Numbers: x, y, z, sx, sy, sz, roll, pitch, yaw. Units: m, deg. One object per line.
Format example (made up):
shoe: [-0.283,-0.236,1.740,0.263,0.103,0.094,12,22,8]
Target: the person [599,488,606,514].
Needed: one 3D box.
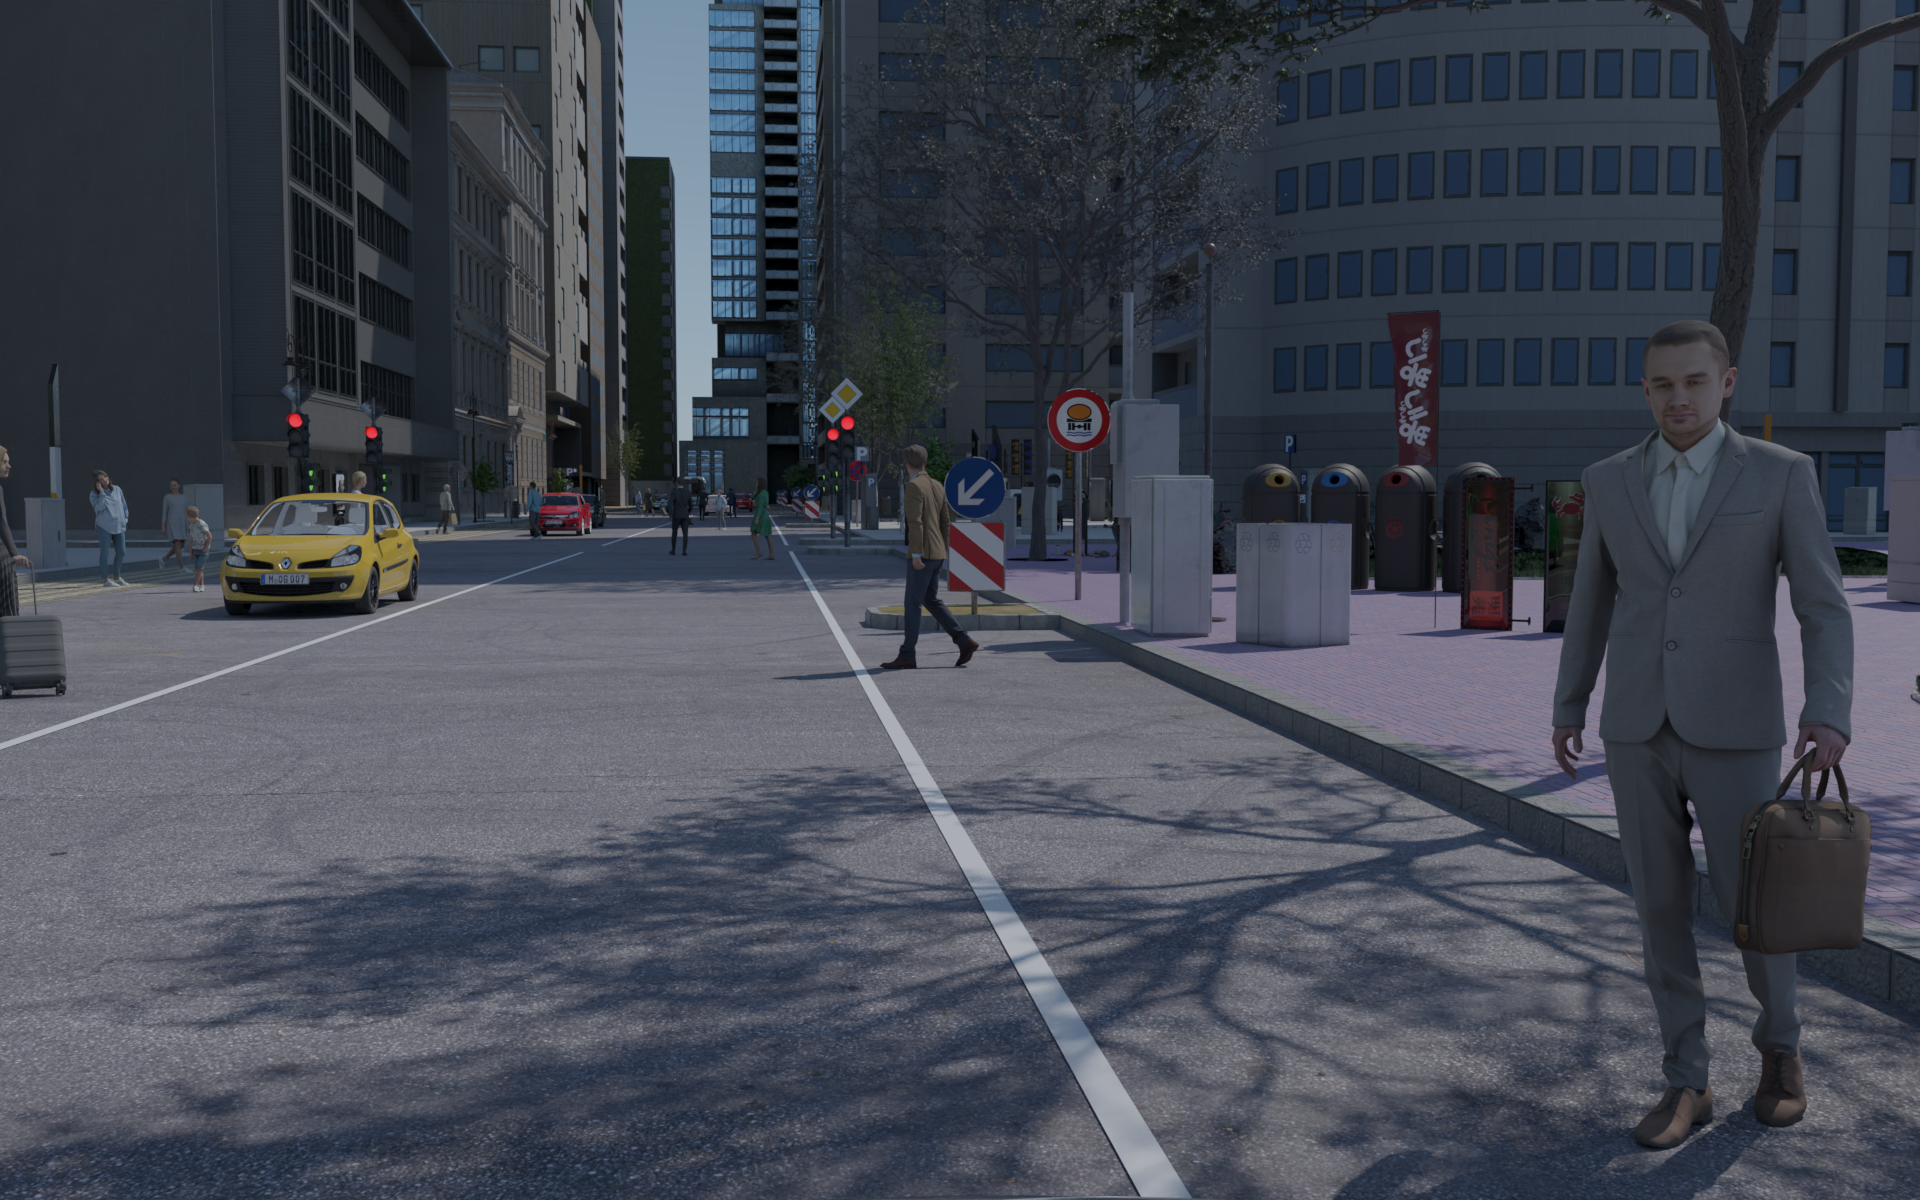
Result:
person: [-23.803,-6.541,115.250,0.447,1.846,0.655,-1,4,-12]

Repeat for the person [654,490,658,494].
person: [-29.268,-9.677,166.659,1.348,1.831,0.705,1,4,21]

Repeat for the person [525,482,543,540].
person: [-13.271,-2.790,54.135,0.620,1.820,0.660,1,4,18]

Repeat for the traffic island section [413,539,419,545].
traffic island section: [-16.339,-1.598,48.409,2.009,0.180,2.903,0,4,-7]

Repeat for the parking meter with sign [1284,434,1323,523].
parking meter with sign: [10.430,-3.346,50.973,1.738,3.016,0.543,-1,4,-20]

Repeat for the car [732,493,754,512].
car: [-17.442,-7.891,138.056,2.155,1.783,4.494,0,4,-8]

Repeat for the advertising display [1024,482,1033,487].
advertising display: [3.597,-5.231,90.745,0.123,1.923,0.974,-1,4,-21]

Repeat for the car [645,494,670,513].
car: [-23.221,-7.440,133.447,2.131,1.459,4.920,0,4,-6]

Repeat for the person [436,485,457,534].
person: [-18.241,-3.213,61.514,0.782,1.767,0.515,3,4,38]

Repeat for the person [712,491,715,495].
person: [-27.369,-11.263,192.607,0.705,1.831,1.348,-1,4,-10]

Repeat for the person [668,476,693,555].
person: [-6.582,-1.973,40.536,0.659,1.850,0.755,-2,4,-25]

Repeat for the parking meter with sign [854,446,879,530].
parking meter with sign: [-3.323,-4.057,62.591,0.543,3.016,1.738,-1,4,-19]

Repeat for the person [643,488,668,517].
person: [-19.412,-6.196,110.020,1.509,1.804,0.699,1,4,14]

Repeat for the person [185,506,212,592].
person: [-11.150,-0.745,25.368,0.352,1.250,0.332,-2,4,-27]

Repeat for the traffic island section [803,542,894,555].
traffic island section: [-2.704,-1.203,41.957,2.009,0.180,2.903,0,4,-7]

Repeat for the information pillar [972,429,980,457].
information pillar: [0.553,-4.317,61.930,0.183,3.616,0.504,-2,4,-28]

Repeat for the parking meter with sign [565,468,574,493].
parking meter with sign: [-25.859,-7.232,114.497,0.543,3.016,1.738,0,4,-8]

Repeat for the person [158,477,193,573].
person: [-14.246,-1.354,31.385,0.760,1.731,0.466,1,4,11]

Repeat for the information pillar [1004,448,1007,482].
information pillar: [2.340,-5.967,88.908,0.183,3.616,0.504,1,4,14]

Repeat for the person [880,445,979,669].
person: [-0.260,-0.361,14.307,0.836,1.842,0.656,-1,4,-8]

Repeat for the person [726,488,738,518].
person: [-13.620,-5.797,103.459,0.721,1.800,0.419,0,4,-3]

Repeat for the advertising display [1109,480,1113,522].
advertising display: [6.879,-4.504,78.848,0.123,1.923,0.974,0,4,2]

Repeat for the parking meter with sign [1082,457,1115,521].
parking meter with sign: [6.453,-5.194,81.187,1.738,3.016,0.543,-1,4,-10]

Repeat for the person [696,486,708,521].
person: [-13.890,-5.203,93.350,0.659,1.850,0.755,0,4,-7]

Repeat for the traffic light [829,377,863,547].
traffic light: [-2.745,-3.237,41.838,0.839,4.253,0.868,0,4,-7]

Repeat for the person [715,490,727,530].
person: [-9.542,-3.579,68.834,0.589,1.601,0.330,3,5,40]

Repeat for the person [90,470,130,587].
person: [-13.067,-1.092,26.618,0.793,1.790,0.793,0,4,-4]

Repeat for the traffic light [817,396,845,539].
traffic light: [-3.674,-3.722,49.769,0.839,4.253,0.868,0,4,-7]

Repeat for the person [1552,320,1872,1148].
person: [1.640,0.293,3.836,0.709,1.813,0.853,2,4,35]

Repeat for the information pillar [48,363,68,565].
information pillar: [-16.078,-2.412,30.798,0.183,3.616,0.504,-1,4,-16]

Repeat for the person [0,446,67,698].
person: [-7.037,-0.242,12.673,0.699,1.804,1.509,-2,4,-34]

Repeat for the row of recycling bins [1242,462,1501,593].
row of recycling bins: [5.499,-0.988,23.262,3.534,1.692,1.069,2,4,25]

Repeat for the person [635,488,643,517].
person: [-20.079,-6.090,108.329,0.793,1.790,0.793,2,4,31]

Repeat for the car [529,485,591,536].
car: [-13.913,-3.140,60.382,2.155,1.783,4.494,0,4,-7]

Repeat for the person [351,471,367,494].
person: [-9.335,-1.100,26.838,0.624,1.780,0.694,-1,4,-9]

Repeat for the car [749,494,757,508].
car: [-19.393,-9.336,162.867,2.015,1.641,3.980,0,4,-7]

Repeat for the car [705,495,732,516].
car: [-15.855,-6.179,113.380,2.083,1.381,4.827,0,4,-6]

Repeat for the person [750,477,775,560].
person: [-4.278,-1.758,37.483,0.529,1.795,0.600,0,4,-4]

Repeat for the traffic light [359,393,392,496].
traffic light: [-16.298,-3.630,48.279,0.839,4.253,0.868,0,4,-7]

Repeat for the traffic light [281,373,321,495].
traffic light: [-15.368,-3.145,40.348,0.839,4.253,0.868,0,4,-7]

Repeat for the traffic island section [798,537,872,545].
traffic island section: [-3.633,-1.689,49.888,2.009,0.180,2.903,0,4,-7]

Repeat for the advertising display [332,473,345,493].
advertising display: [-18.836,-2.894,52.535,0.123,1.923,0.974,0,4,-4]
